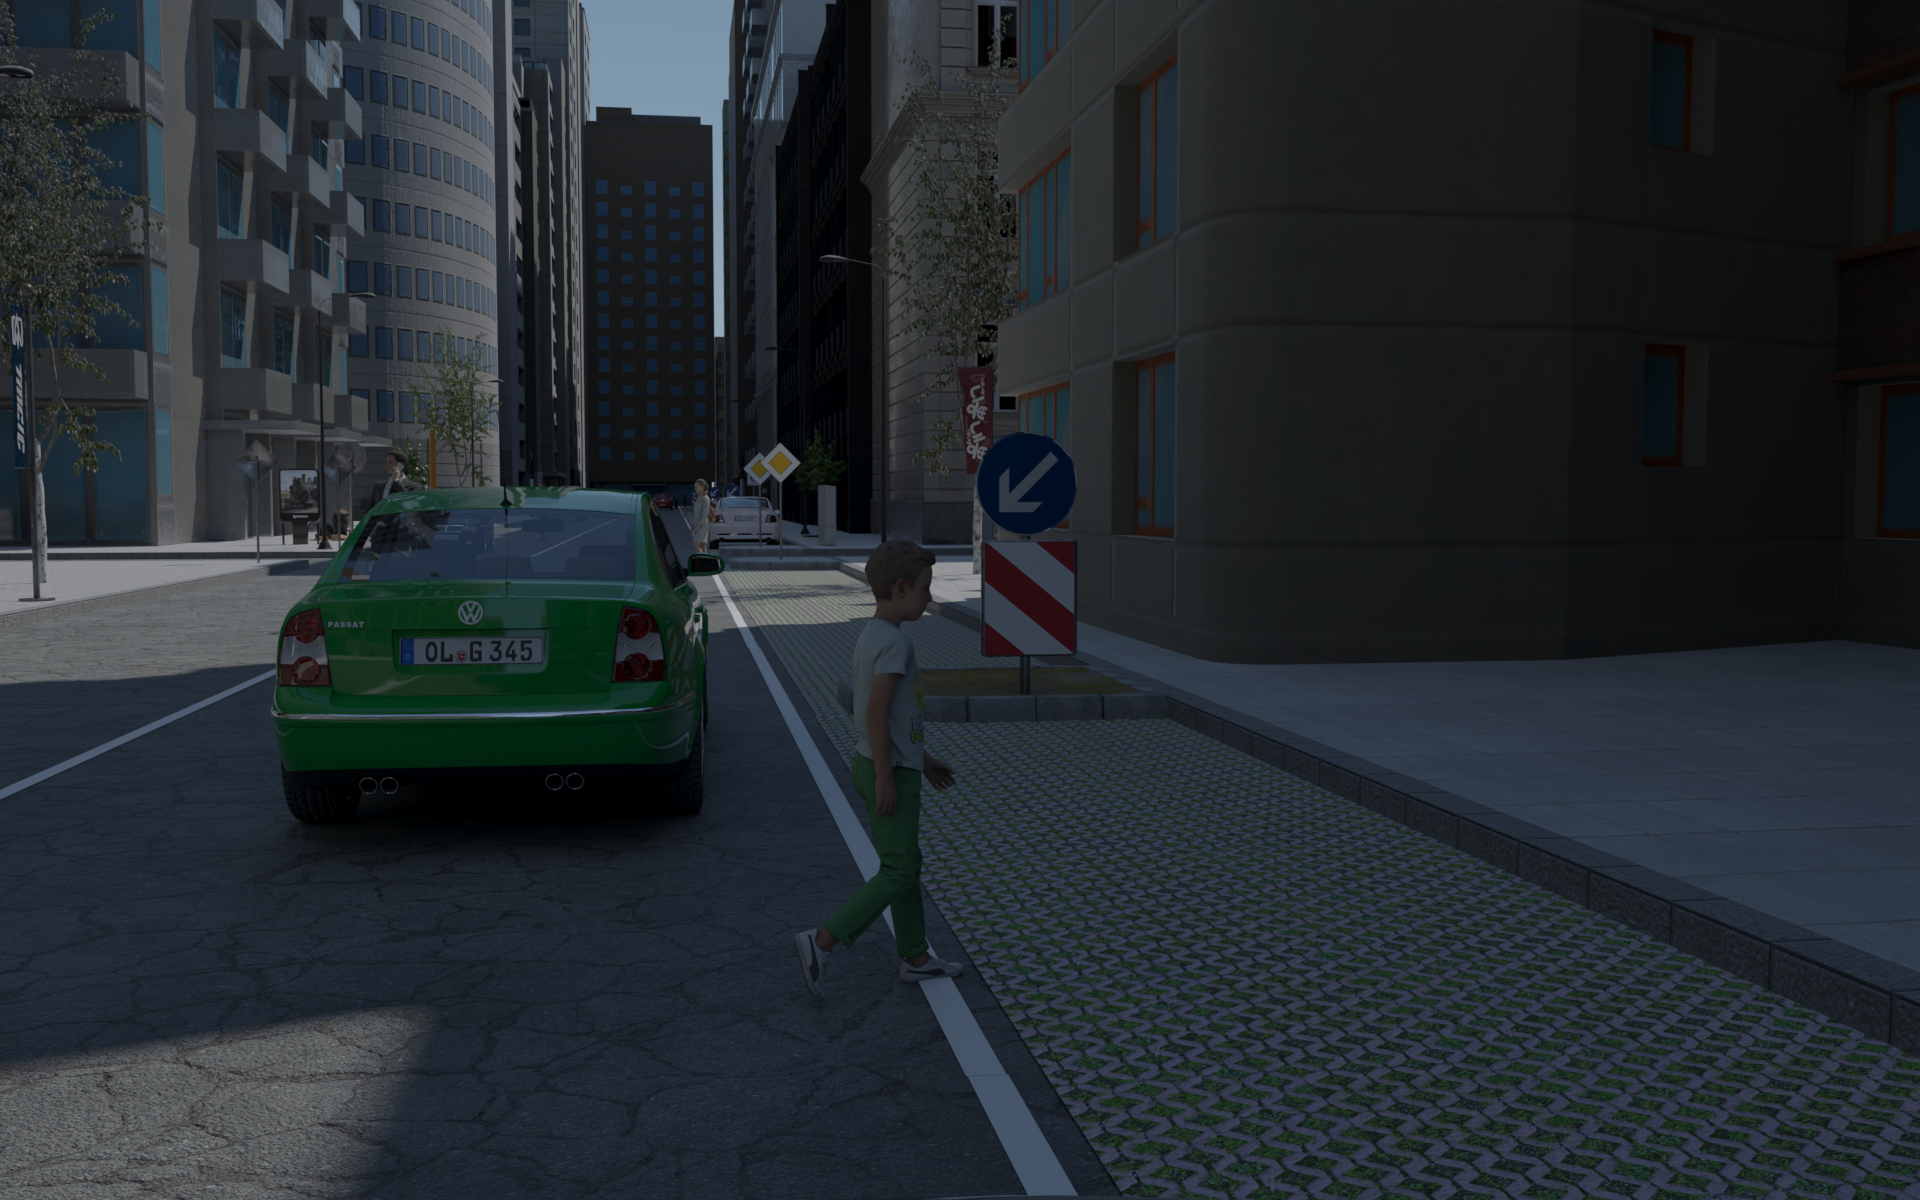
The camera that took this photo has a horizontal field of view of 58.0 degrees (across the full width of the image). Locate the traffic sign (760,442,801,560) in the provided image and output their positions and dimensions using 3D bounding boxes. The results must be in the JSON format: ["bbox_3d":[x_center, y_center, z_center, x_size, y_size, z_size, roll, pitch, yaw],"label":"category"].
[{"bbox_3d":[-3.499,-1.843,33.770,0.795,2.450,0.064,-1,4,-9],"label":"traffic sign"}]

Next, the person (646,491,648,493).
[{"bbox_3d":[-26.096,-8.245,144.244,0.436,1.711,0.756,0,4,7],"label":"person"}]

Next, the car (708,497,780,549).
[{"bbox_3d":[-5.764,-2.065,46.123,2.083,1.381,4.827,0,4,-8],"label":"car"}]

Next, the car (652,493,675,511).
[{"bbox_3d":[-26.114,-8.759,152.255,2.155,1.783,4.494,-1,4,-8],"label":"car"}]

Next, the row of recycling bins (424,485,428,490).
[{"bbox_3d":[-24.620,-4.302,77.458,1.069,1.692,3.534,-3,5,-44],"label":"row of recycling bins"}]

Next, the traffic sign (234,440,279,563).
[{"bbox_3d":[-13.066,-1.747,32.206,0.795,2.450,0.064,-1,4,-9],"label":"traffic sign"}]

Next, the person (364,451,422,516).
[{"bbox_3d":[-6.175,-0.668,18.786,0.648,1.900,0.474,0,4,-8],"label":"person"}]

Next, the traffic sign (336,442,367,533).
[{"bbox_3d":[-14.840,-2.575,42.211,0.768,2.556,0.104,0,4,-3],"label":"traffic sign"}]

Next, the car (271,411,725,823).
[{"bbox_3d":[-2.211,-0.013,9.003,1.959,1.807,4.718,0,4,-8],"label":"car"}]

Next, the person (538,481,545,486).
[{"bbox_3d":[-12.903,-2.743,53.353,0.555,1.821,0.388,0,4,-4],"label":"person"}]

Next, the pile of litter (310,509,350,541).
[{"bbox_3d":[-17.107,-2.084,48.032,1.719,0.858,1.176,-1,4,-11],"label":"pile of litter"}]

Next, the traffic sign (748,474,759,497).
[{"bbox_3d":[-9.923,-4.969,83.376,0.606,2.300,0.079,0,4,-5],"label":"traffic sign"}]

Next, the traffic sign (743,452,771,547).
[{"bbox_3d":[-4.809,-2.324,41.647,0.795,2.450,0.064,-1,4,-9],"label":"traffic sign"}]

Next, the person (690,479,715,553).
[{"bbox_3d":[-4.631,-1.317,31.029,0.522,1.701,0.512,-2,4,-30],"label":"person"}]

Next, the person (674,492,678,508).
[{"bbox_3d":[-29.042,-10.258,177.136,0.541,1.710,0.530,-2,4,-27],"label":"person"}]

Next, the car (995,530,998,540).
[{"bbox_3d":[3.017,-1.894,39.999,4.494,1.783,2.155,-1,4,-9],"label":"car"}]

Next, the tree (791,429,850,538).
[{"bbox_3d":[-4.330,-3.482,51.529,1.663,3.219,1.824,0,3,0],"label":"tree"}]

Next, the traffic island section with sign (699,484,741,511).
[{"bbox_3d":[-8.870,-3.531,66.358,1.989,1.847,2.006,-1,4,-9],"label":"traffic island section with sign"}]

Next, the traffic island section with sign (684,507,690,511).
[{"bbox_3d":[-21.527,-8.182,142.399,1.989,1.847,2.006,-1,4,-9],"label":"traffic island section with sign"}]

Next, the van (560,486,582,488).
[{"bbox_3d":[-20.288,-5.053,89.628,2.013,2.044,4.112,-1,4,-8],"label":"van"}]

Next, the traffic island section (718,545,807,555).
[{"bbox_3d":[-4.787,-1.189,41.728,2.009,0.180,2.903,-1,4,-9],"label":"traffic island section"}]

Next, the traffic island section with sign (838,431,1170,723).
[{"bbox_3d":[0.199,-0.191,11.755,1.989,1.847,2.006,-1,4,-9],"label":"traffic island section with sign"}]

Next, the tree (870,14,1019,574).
[{"bbox_3d":[0.414,-4.731,27.711,4.360,8.622,3.978,0,3,0],"label":"tree"}]

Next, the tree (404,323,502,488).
[{"bbox_3d":[-21.440,-7.558,73.929,4.737,8.622,4.395,0,3,0],"label":"tree"}]

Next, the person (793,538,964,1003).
[{"bbox_3d":[-0.233,0.476,4.973,0.590,1.304,0.306,-2,4,-34],"label":"person"}]

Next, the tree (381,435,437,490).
[{"bbox_3d":[-18.038,-3.814,56.958,1.663,3.219,1.824,0,3,0],"label":"tree"}]

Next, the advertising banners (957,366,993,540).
[{"bbox_3d":[0.919,-1.670,23.489,2.074,3.025,0.090,2,4,23],"label":"advertising banners"}]

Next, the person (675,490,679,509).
[{"bbox_3d":[-27.074,-9.610,165.605,0.705,1.826,1.348,0,4,-1],"label":"person"}]

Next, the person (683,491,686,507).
[{"bbox_3d":[-28.016,-10.201,176.210,0.530,1.710,0.541,1,4,18],"label":"person"}]

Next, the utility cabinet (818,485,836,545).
[{"bbox_3d":[-3.314,-2.120,43.336,0.318,1.500,1.173,-1,4,-12],"label":"utility cabinet"}]

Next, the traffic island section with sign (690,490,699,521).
[{"bbox_3d":[-13.339,-5.169,93.141,1.989,1.847,2.006,-1,4,-9],"label":"traffic island section with sign"}]

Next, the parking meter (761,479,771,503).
[{"bbox_3d":[-7.687,-3.829,68.309,0.399,1.863,0.255,0,4,7],"label":"parking meter"}]

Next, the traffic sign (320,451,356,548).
[{"bbox_3d":[-14.376,-2.229,40.083,0.795,2.450,0.064,-1,4,-9],"label":"traffic sign"}]

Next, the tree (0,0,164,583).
[{"bbox_3d":[-13.266,-4.533,24.474,4.360,8.622,3.978,0,3,0],"label":"tree"}]
